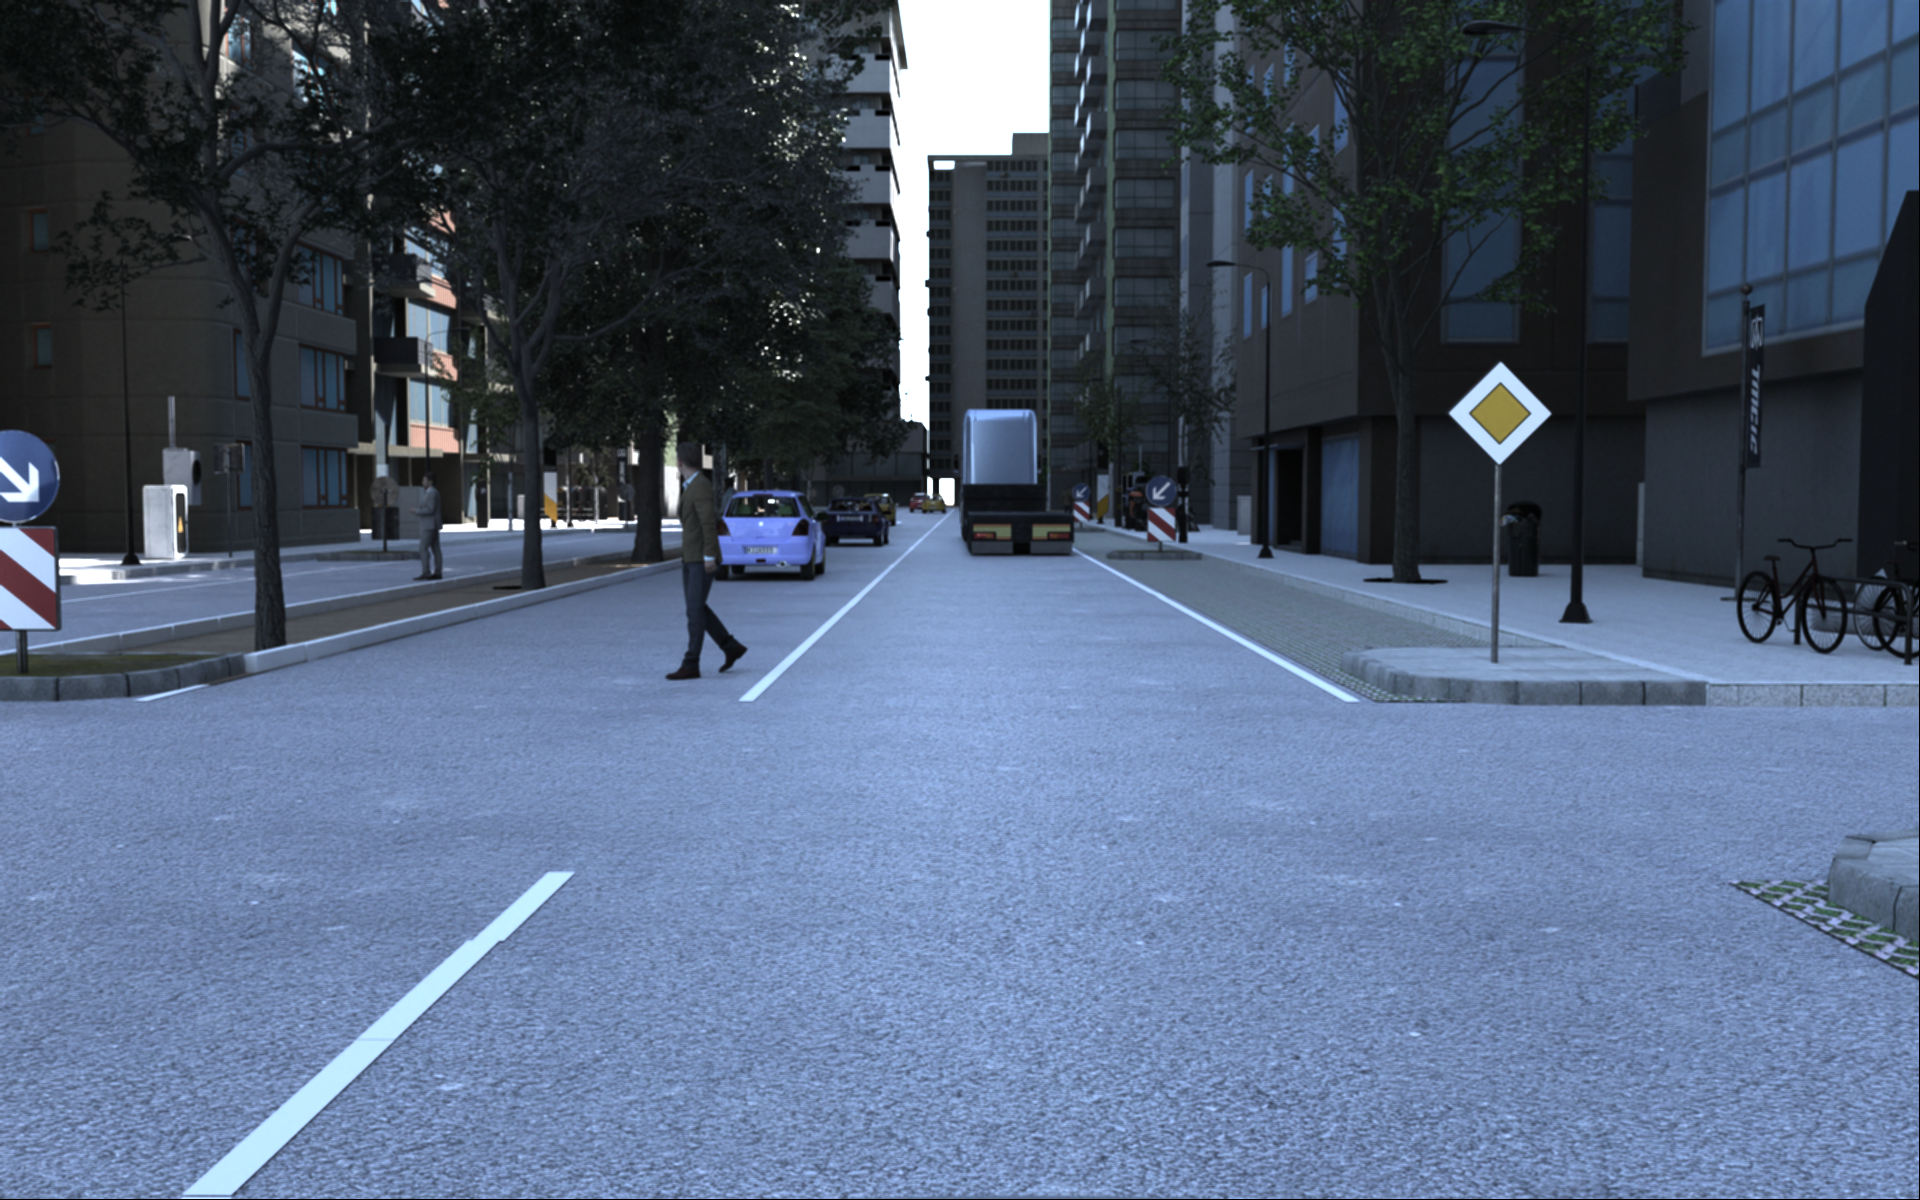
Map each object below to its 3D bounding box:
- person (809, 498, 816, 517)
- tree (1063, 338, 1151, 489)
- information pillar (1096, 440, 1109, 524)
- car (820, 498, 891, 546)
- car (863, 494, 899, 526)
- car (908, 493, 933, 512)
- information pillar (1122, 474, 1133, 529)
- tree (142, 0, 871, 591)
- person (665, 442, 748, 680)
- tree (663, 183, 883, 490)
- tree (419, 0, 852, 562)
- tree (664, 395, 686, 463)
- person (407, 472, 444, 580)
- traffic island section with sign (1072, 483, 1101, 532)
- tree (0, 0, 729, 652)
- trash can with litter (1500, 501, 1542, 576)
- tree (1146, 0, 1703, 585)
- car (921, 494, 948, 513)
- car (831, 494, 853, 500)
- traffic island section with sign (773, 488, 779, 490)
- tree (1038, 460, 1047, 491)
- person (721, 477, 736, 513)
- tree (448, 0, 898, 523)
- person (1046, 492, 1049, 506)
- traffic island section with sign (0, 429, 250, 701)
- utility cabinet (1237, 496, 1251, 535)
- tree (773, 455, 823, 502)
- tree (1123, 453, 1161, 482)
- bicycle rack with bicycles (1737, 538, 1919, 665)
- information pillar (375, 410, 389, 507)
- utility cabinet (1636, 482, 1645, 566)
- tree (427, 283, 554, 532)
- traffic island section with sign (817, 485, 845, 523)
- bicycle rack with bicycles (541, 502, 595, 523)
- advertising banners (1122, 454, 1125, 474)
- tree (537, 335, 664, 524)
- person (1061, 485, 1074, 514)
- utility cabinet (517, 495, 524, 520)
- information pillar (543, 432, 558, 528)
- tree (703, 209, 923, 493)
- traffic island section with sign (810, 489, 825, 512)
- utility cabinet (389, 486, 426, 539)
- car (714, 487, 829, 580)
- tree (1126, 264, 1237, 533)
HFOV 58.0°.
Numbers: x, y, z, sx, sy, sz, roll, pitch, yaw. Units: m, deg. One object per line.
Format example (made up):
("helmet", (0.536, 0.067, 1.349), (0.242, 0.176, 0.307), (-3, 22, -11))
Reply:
("person", (-4.574, -2.422, 52.372), (0.425, 1.301, 0.394), (-2, 4, -33))
("tree", (6.966, -8.104, 82.858), (4.737, 8.622, 4.395), (0, 3, 0))
("information pillar", (6.133, -5.084, 74.484), (0.504, 3.616, 0.183), (0, 3, 0))
("car", (-2.934, -2.213, 48.767), (1.945, 1.354, 3.894), (0, 4, 1))
("car", (-3.794, -4.224, 79.290), (2.015, 1.641, 3.980), (0, 4, -1))
("car", (-3.018, -7.786, 136.348), (2.155, 1.783, 4.494), (0, 4, 0))
("information pillar", (6.196, -3.643, 64.055), (0.304, 2.012, 0.304), (-2, 4, -35))
("tree", (-6.357, -6.884, 25.374), (12.009, 13.543, 11.850), (0, 3, 0))
("person", (-2.040, -0.320, 13.640), (0.656, 1.842, 0.836), (3, 5, 43))
("tree", (-6.488, -8.396, 57.858), (7.486, 12.596, 7.792), (0, 3, 0))
("tree", (-6.630, -7.784, 36.374), (9.857, 13.997, 8.962), (0, 3, 0))
("tree", (-15.733, -8.371, 87.226), (4.360, 8.622, 3.978), (0, 3, 0))
("person", (-8.935, -1.239, 28.961), (0.583, 1.804, 0.606), (-1, 4, -12))
("traffic island section with sign", (4.417, -3.461, 65.223), (1.989, 1.847, 2.006), (0, 4, 0))
("tree", (-6.159, -4.814, 15.575), (8.767, 10.594, 7.601), (0, 4, 0))
("trash can with litter", (8.827, -0.968, 27.221), (0.624, 1.170, 1.055), (1, 4, 21))
("tree", (6.306, -6.059, 24.823), (9.928, 11.665, 9.643), (0, 3, 0))
("car", (-1.935, -7.337, 130.184), (2.015, 1.641, 3.980), (0, 4, 2))
("car", (-9.253, -7.857, 138.253), (2.009, 1.686, 4.222), (0, 3, 0))
("traffic island section with sign", (-12.243, -6.527, 115.341), (1.989, 1.847, 2.006), (0, 4, 0))
("tree", (7.883, -11.144, 165.923), (4.285, 4.588, 4.351), (0, 3, 0))
("person", (-4.935, -1.743, 37.265), (0.793, 1.790, 0.793), (-3, 5, -41))
("tree", (-7.762, -11.569, 47.505), (12.611, 20.169, 13.585), (0, 3, 0))
("person", (4.168, -4.709, 85.333), (0.795, 1.843, 0.661), (3, 4, 36))
("traffic island section with sign", (-6.697, -0.292, 12.916), (2.006, 1.907, 1.989), (0, 4, 0))
("utility cabinet", (9.182, -2.621, 54.015), (1.020, 1.237, 0.306), (0, 4, -4))
("tree", (-6.567, -7.472, 74.993), (4.360, 8.622, 3.978), (0, 3, 0))
("tree", (7.854, -4.893, 74.596), (1.663, 3.219, 1.824), (0, 3, 0))
("bicycle rack with bicycles", (7.881, -0.020, 13.704), (2.852, 0.926, 2.925), (0, 4, 2))
("information pillar", (-16.118, -3.484, 48.311), (0.504, 3.616, 0.183), (3, 5, 39))
("utility cabinet", (12.497, -1.337, 30.541), (1.173, 1.500, 0.318), (-1, 4, -22))
("tree", (-15.426, -6.607, 58.390), (4.737, 8.622, 4.395), (0, 3, 0))
("traffic island section with sign", (-6.241, -4.888, 88.053), (2.006, 1.907, 1.989), (0, 4, 0))
("bicycle rack with bicycles", (-17.562, -3.949, 77.953), (2.852, 0.926, 2.925), (2, 4, 35))
("advertising banners", (7.402, -4.935, 76.876), (0.090, 3.025, 2.074), (1, 4, 18))
("tree", (-16.012, -7.636, 75.211), (4.360, 8.622, 3.978), (0, 3, 0))
("person", (5.107, -4.471, 81.514), (0.656, 1.842, 0.836), (0, 4, -3))
("utility cabinet", (-21.507, -4.594, 86.276), (1.020, 1.237, 0.306), (0, 4, 7))
("information pillar", (-15.428, -4.522, 65.289), (0.504, 3.616, 0.183), (-1, 4, -14))
("tree", (-6.321, -8.992, 66.485), (9.611, 12.733, 9.660), (0, 3, 0))
("traffic island section with sign", (-12.072, -8.175, 142.295), (1.989, 1.847, 2.006), (0, 4, 0))
("utility cabinet", (-15.747, -2.484, 49.285), (1.173, 1.500, 0.318), (2, 4, 24))
("car", (-3.264, -1.251, 30.047), (1.945, 1.707, 3.694), (0, 4, -1))
("tree", (7.577, -6.468, 56.110), (4.360, 8.622, 3.978), (0, 3, 0))
